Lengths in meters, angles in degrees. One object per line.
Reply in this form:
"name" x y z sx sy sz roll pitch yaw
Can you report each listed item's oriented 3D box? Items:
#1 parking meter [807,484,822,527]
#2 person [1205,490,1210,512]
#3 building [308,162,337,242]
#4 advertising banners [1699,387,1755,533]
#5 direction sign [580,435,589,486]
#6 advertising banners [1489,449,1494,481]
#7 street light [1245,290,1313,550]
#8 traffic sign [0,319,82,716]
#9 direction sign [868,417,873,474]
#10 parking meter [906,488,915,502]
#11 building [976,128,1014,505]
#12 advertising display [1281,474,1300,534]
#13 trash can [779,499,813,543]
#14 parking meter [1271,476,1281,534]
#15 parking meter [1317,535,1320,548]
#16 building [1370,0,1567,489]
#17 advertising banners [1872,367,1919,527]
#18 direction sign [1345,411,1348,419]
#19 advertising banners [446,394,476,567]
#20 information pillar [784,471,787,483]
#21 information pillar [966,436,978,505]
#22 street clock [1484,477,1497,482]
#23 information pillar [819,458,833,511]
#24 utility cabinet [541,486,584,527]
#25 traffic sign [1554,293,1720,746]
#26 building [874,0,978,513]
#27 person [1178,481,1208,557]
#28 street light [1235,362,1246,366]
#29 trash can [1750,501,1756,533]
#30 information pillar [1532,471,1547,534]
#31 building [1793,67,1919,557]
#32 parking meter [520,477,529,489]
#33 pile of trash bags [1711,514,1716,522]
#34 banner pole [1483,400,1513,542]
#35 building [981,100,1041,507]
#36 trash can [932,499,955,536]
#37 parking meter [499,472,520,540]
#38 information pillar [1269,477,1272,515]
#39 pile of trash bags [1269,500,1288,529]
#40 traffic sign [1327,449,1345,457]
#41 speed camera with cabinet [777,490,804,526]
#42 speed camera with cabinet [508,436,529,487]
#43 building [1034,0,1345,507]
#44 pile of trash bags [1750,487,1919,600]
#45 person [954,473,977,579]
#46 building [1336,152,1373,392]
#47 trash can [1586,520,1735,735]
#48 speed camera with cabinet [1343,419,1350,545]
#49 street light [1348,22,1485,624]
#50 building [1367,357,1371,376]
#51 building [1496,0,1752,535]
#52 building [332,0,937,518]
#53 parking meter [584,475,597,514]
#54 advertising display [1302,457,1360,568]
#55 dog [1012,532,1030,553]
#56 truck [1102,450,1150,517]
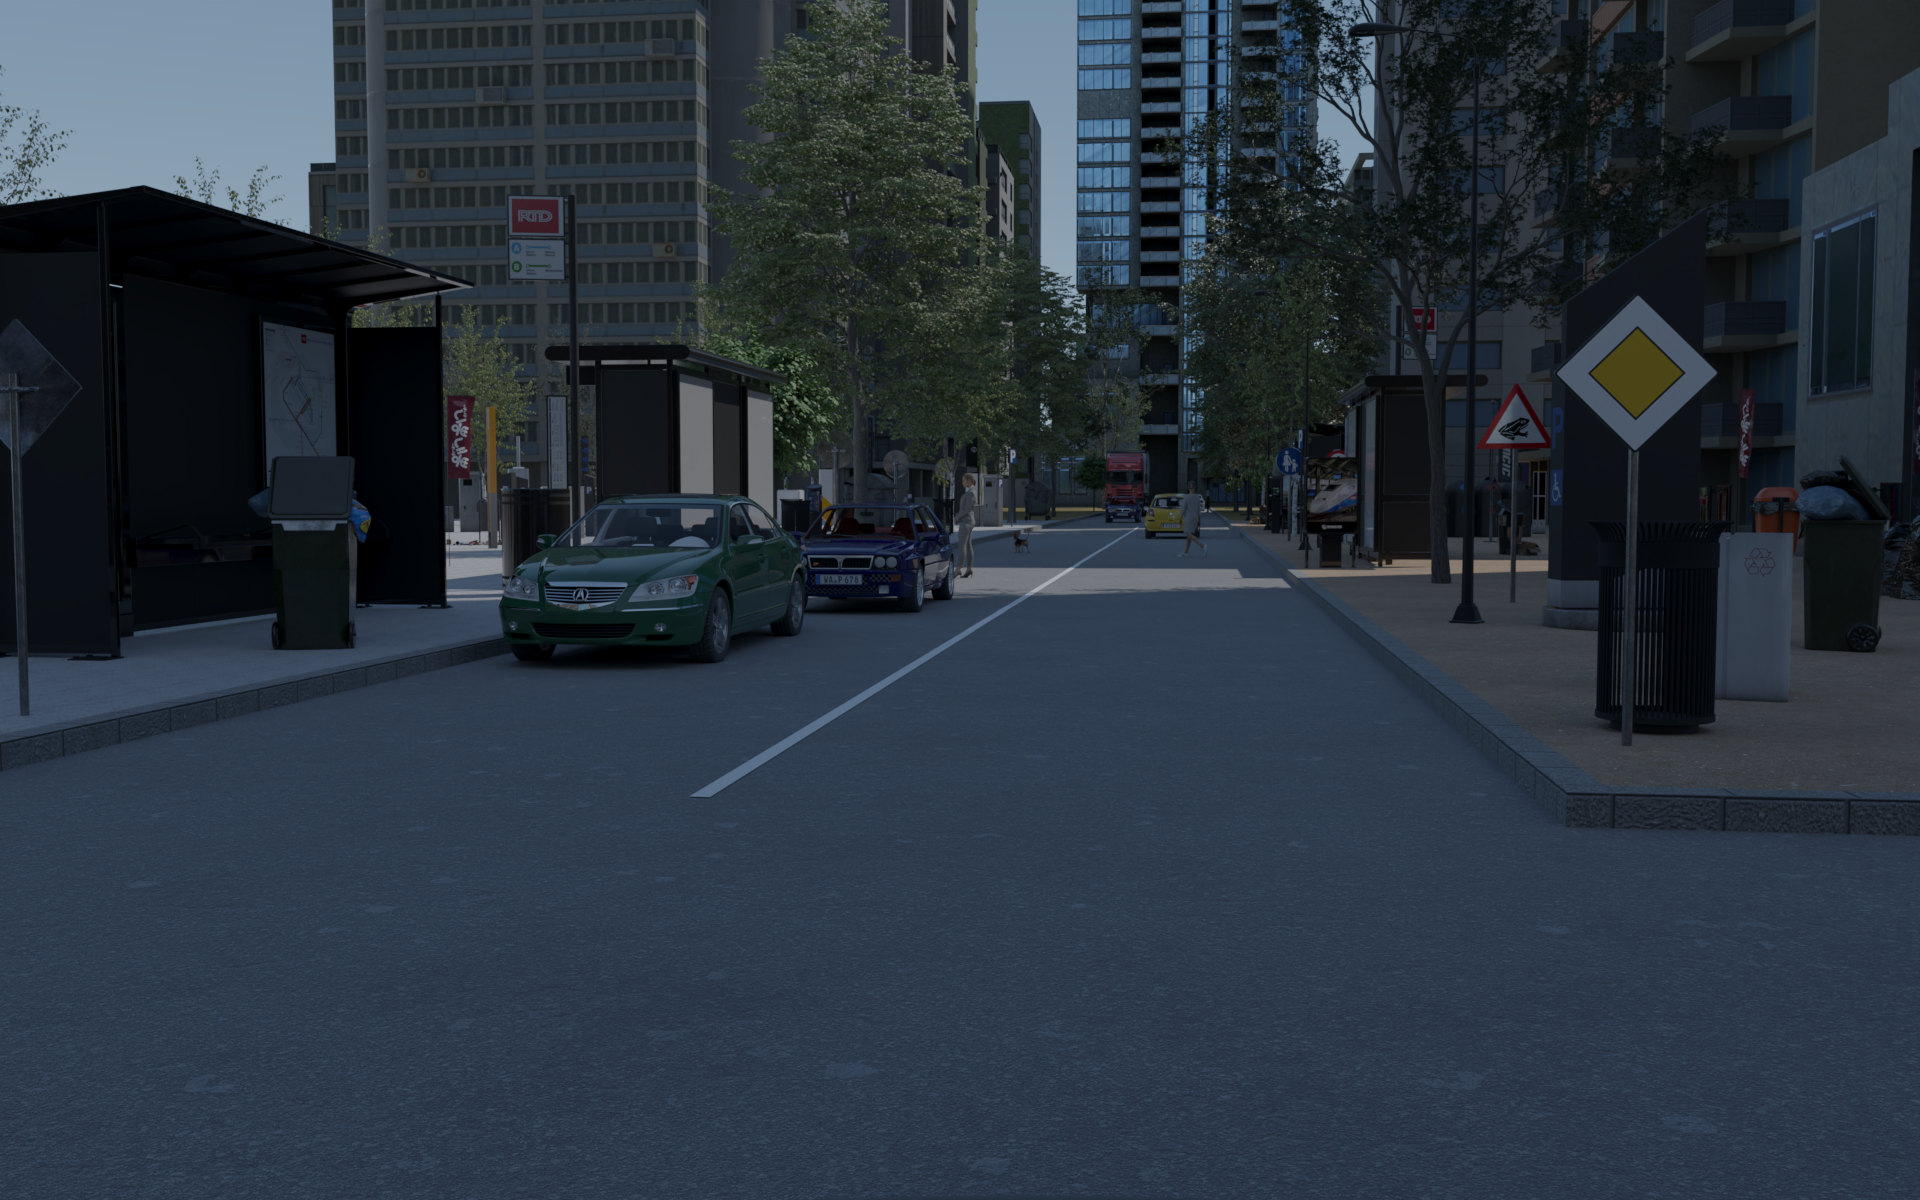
"parking meter" -3.596 -2.105 42.822 0.372 1.533 0.369 0 3 0
"person" 19.249 -7.703 135.178 0.721 1.736 1.217 1 4 11
"building" -47.332 -23.312 152.852 14.107 30.474 14.160 0 4 8
"advertising banners" 13.021 -2.038 29.515 0.090 3.025 2.074 0 4 0
"direction sign" -14.672 -4.583 66.929 0.876 3.537 0.379 2 4 33
"advertising banners" 16.800 -3.630 55.540 0.090 3.025 2.074 3 4 36
"street light" 7.368 -4.099 39.555 1.470 5.913 1.316 0 4 8
"traffic sign" -5.415 -0.387 9.969 0.795 2.450 0.064 0 4 8
"direction sign" -2.641 -3.623 51.237 0.379 3.537 0.876 0 4 4
"parking meter" -2.144 -4.077 75.064 0.372 1.533 0.369 0 3 0
"building" -2.735 -22.939 146.759 14.107 30.474 14.160 0 4 8
"advertising display" 10.751 -3.067 55.354 0.974 1.923 0.123 0 4 -3
"trash can" -3.800 -1.753 40.309 0.748 1.137 0.748 0 3 0
"parking meter" 10.265 -3.092 56.266 0.255 1.863 0.399 1 4 14
"parking meter" 8.714 -2.170 41.186 0.399 1.863 0.255 2 4 27
"building" 35.207 -34.238 101.783 21.231 58.520 28.212 0 4 8
"advertising banners" 12.740 -1.684 23.714 2.074 3.025 0.090 -2 4 -31
"direction sign" 10.598 -3.367 47.051 0.379 3.537 0.876 0 4 -6
"advertising banners" -9.435 -2.079 30.186 2.074 3.025 0.090 -2 4 -33
"information pillar" -8.495 -5.686 84.321 0.183 3.616 0.504 -1 4 -13
"information pillar" 0.485 -4.796 69.766 0.504 3.616 0.183 -1 4 -8
"street clock" 21.871 -4.094 71.503 0.471 2.002 0.358 2 4 31
"information pillar" -4.525 -4.112 58.579 0.504 3.616 0.183 -2 4 -33
"utility cabinet" -11.334 -2.490 49.387 1.173 1.500 0.318 -2 4 -26
"traffic sign" 3.398 -0.314 8.770 0.795 2.450 0.064 0 4 8
"building" -6.621 -26.507 116.978 14.154 41.232 14.086 0 4 8
"person" 5.286 -1.834 39.236 0.760 1.731 0.466 2 4 29
"street light" 10.345 -5.420 61.164 1.470 5.913 1.316 0 4 8
"trash can" 17.464 -1.578 37.462 0.748 1.137 0.748 0 3 0
"information pillar" 18.631 -3.131 55.688 0.304 2.012 0.304 -1 4 -13
"building" 29.727 -43.334 21.177 31.000 86.520 22.319 0 4 8
"parking meter" -14.651 -3.200 58.025 0.399 1.863 0.255 -2 4 -32
"pile of trash bags" 14.188 -1.496 34.219 1.912 1.369 3.447 2 4 32
"banner pole" 14.388 -3.430 46.100 0.863 3.779 0.401 0 4 -3
"building" 1.173 -30.622 184.263 14.086 41.232 14.154 0 4 8
"trash can" -0.505 -2.568 53.648 0.748 1.137 0.748 0 3 0
"parking meter" -12.173 -2.503 46.630 0.399 1.863 0.255 1 4 20
"information pillar" 13.454 -4.310 74.961 0.304 2.012 0.304 0 4 0
"pile of trash bags" 12.551 -3.330 64.198 1.912 1.369 3.447 1 4 20
"traffic sign" 10.829 -3.027 49.601 0.768 2.556 0.104 1 4 15
"speed camera with cabinet" -7.412 -4.673 70.740 2.038 3.252 0.660 1 4 15
"speed camera with cabinet" -14.504 -3.995 59.656 2.038 3.252 0.660 -1 4 -19
"building" 24.396 -53.229 182.971 31.000 86.520 22.319 0 4 8
"pile of trash bags" 11.751 -0.728 21.658 3.447 1.369 1.912 1 4 15
"person" 0.019 -1.267 29.491 0.573 1.790 0.520 -1 4 -14
"building" 53.326 -30.232 186.174 23.993 40.220 32.217 0 4 8
"trash can" 3.789 0.137 9.420 0.748 1.137 0.748 0 3 0
"speed camera with cabinet" 10.223 -3.081 44.714 0.660 3.252 2.038 0 4 8
"street light" 4.520 -2.730 17.171 1.470 5.913 1.316 0 4 8
"building" 40.558 -50.017 130.453 22.319 86.520 31.000 0 4 8
"building" 32.642 -24.823 60.478 22.147 44.769 28.867 0 4 8
"building" -18.059 -24.907 99.105 32.217 40.220 23.993 0 4 8
"parking meter" -11.068 -2.838 52.114 0.399 1.863 0.255 2 4 24
"advertising display" 6.454 -1.523 30.121 0.974 1.923 0.123 0 4 -8
"dog" 1.473 -1.394 42.077 0.540 0.507 0.406 1 4 16
"truck" 10.881 -7.545 112.274 2.839 4.237 11.283 0 4 8
